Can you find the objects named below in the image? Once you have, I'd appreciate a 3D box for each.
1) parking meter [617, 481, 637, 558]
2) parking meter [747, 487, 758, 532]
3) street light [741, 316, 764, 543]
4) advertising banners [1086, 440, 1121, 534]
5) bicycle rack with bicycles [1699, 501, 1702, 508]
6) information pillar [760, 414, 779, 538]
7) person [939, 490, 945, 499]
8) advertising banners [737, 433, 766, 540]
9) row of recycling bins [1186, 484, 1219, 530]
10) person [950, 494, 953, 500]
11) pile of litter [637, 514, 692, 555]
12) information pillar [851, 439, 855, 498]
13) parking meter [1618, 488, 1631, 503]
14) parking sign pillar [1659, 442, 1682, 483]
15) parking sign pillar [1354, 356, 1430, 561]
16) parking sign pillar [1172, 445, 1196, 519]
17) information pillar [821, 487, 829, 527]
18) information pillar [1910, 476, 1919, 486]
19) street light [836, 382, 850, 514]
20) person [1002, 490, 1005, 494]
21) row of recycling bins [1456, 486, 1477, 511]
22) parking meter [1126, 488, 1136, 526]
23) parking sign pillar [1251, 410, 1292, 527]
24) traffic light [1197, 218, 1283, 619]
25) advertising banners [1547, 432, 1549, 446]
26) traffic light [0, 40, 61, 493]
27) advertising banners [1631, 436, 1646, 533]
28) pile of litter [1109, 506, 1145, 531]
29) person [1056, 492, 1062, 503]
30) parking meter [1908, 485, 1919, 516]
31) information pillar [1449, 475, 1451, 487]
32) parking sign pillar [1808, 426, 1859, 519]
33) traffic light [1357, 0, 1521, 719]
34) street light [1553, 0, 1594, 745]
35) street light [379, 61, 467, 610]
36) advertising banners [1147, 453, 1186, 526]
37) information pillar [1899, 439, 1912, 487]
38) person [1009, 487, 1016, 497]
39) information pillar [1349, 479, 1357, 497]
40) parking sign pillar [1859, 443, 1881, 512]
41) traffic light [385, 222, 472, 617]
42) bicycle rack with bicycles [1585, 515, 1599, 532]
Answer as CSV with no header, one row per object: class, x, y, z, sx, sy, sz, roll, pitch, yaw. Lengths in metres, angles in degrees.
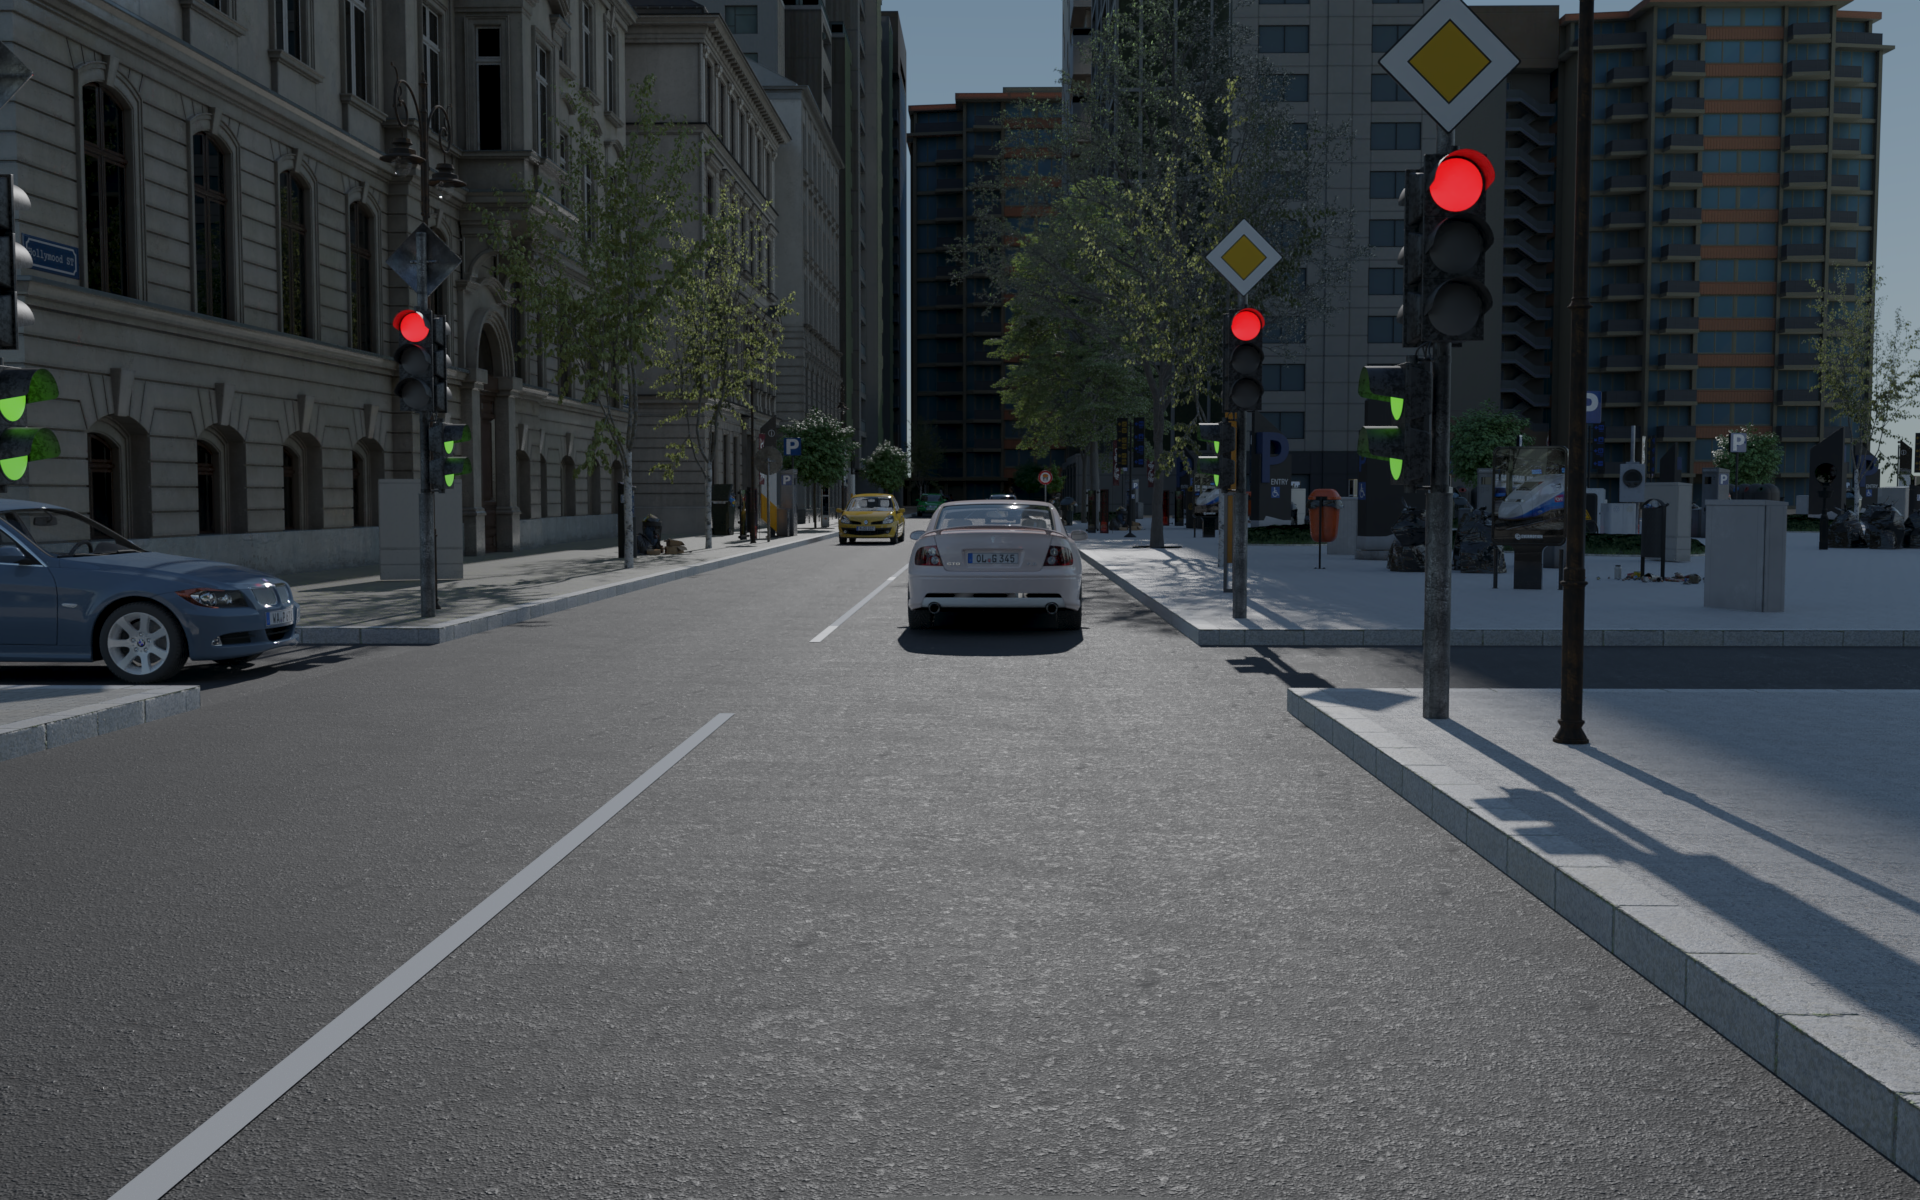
parking meter,-6.698,-1.617,34.848,0.372,1.533,0.369,0,3,0
parking meter,-7.041,-3.075,58.683,0.372,1.533,0.369,0,3,0
street light,-5.392,-4.416,44.983,0.468,5.910,1.993,0,4,1
advertising banners,4.700,-3.689,56.509,0.090,3.025,2.074,-2,4,-28
bicycle rack with bicycles,38.705,-4.546,87.710,2.852,0.926,2.925,2,4,33
information pillar,-5.617,-3.643,50.920,0.504,3.616,0.183,-2,4,-27
person,-1.545,-7.534,132.418,1.217,1.736,0.721,3,5,43
advertising banners,-5.892,-3.243,49.214,0.090,3.025,2.074,1,4,15
row of recycling bins,9.188,-3.446,63.451,1.069,1.692,3.534,-1,4,-11
person,-0.856,-9.029,159.382,0.557,1.426,1.065,2,4,26
pile of litter,-6.385,-1.421,37.198,1.176,0.858,1.719,3,5,40
information pillar,-4.552,-5.034,73.661,0.183,3.616,0.504,0,4,8
parking meter,27.101,-3.818,70.831,0.372,1.533,0.369,0,3,0
parking sign pillar,37.259,-6.261,90.845,1.447,3.967,1.447,-1,4,-12
parking sign pillar,8.494,-2.781,33.940,1.447,3.967,1.447,-1,4,-11
parking sign pillar,11.879,-6.268,90.949,1.447,3.967,1.447,-2,4,-25
information pillar,-5.237,-3.833,67.169,0.304,2.012,0.304,-1,4,-13
information pillar,38.085,-3.949,69.053,0.304,2.012,0.304,-1,4,-11
street light,-4.857,-6.053,71.755,0.468,5.910,1.993,0,4,1
person,4.083,-9.318,160.864,0.705,1.822,1.348,-1,4,-16
row of recycling bins,23.734,-4.680,83.636,3.534,1.692,1.069,0,4,-2
parking meter,6.889,-3.753,69.771,0.372,1.533,0.369,0,3,0
parking sign pillar,9.815,-4.044,54.590,1.447,3.967,1.447,-2,4,-30
traffic light,2.875,-1.767,17.808,0.839,4.253,0.868,0,4,1
advertising banners,16.790,-3.268,49.622,0.090,3.025,2.074,1,4,17
traffic light,-5.698,-1.288,9.980,0.839,4.253,0.868,0,4,1
advertising banners,20.257,-3.398,51.745,0.090,3.025,2.074,2,4,32
pile of litter,5.953,-2.895,61.292,1.719,0.858,1.176,-3,4,-36
person,9.779,-10.041,172.670,1.348,1.824,0.705,-3,5,-43
parking meter,25.409,-2.301,46.029,0.372,1.533,0.369,0,3,0
information pillar,18.546,-3.767,66.077,0.304,2.012,0.304,0,4,8
parking sign pillar,34.791,-4.951,69.423,1.447,3.967,1.447,-3,4,-39
traffic light,2.712,-1.279,9.825,0.839,4.253,0.868,0,4,1
street light,3.158,-2.201,8.775,0.468,5.910,1.993,0,4,1
street light,-5.878,-2.835,19.133,0.468,5.910,1.993,0,4,1
advertising banners,8.294,-4.512,69.952,0.090,3.025,2.074,-3,5,-44
information pillar,40.349,-5.053,73.973,0.504,3.616,0.183,1,4,20
person,2.791,-5.280,94.833,0.705,1.822,1.348,2,4,34
information pillar,19.519,-4.989,86.057,0.304,2.012,0.304,-3,5,-43
parking sign pillar,45.096,-5.976,86.178,1.447,3.967,1.447,-1,4,-14
traffic light,-5.535,-1.776,17.964,0.839,4.253,0.868,0,4,1
bicycle rack with bicycles,14.976,-1.902,44.482,2.925,0.926,2.852,0,4,-5
